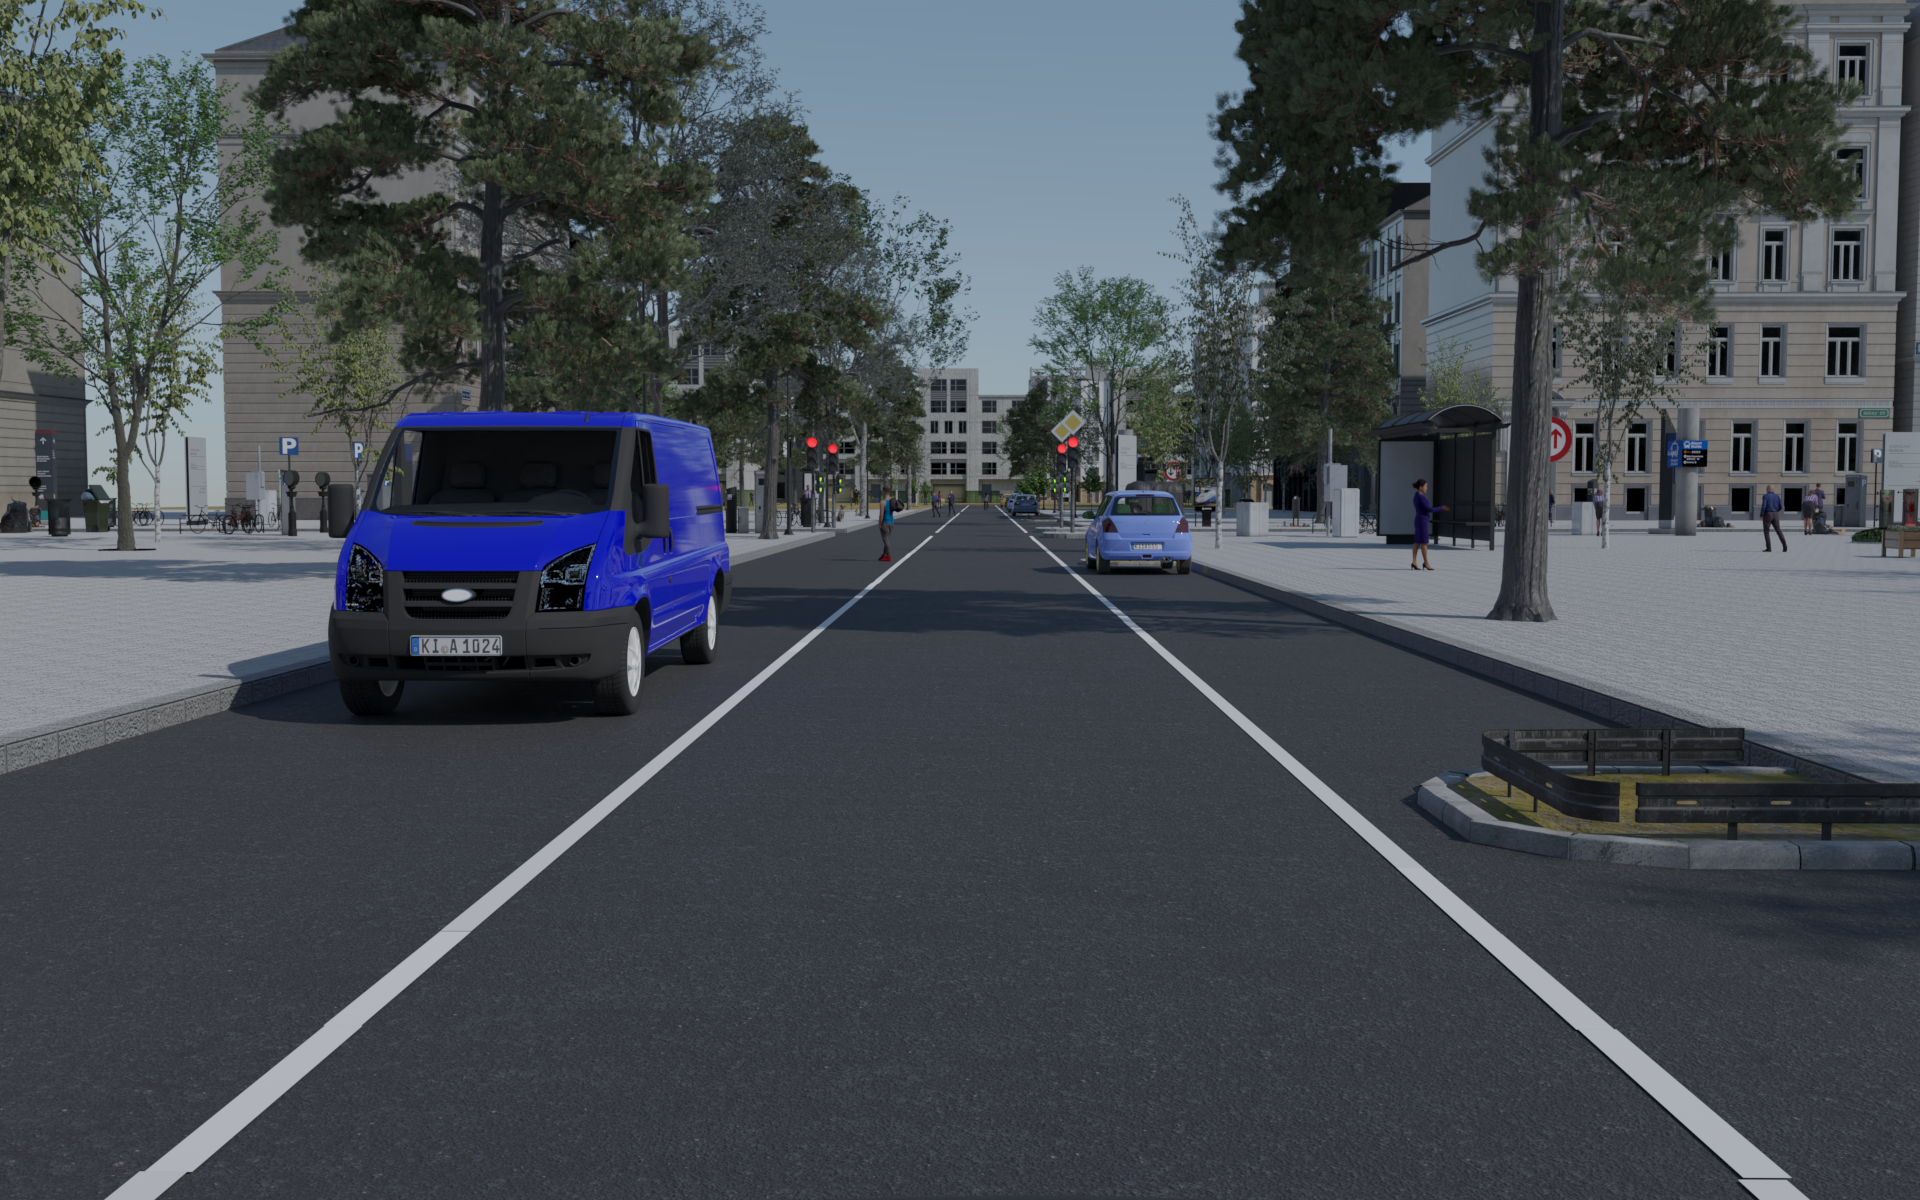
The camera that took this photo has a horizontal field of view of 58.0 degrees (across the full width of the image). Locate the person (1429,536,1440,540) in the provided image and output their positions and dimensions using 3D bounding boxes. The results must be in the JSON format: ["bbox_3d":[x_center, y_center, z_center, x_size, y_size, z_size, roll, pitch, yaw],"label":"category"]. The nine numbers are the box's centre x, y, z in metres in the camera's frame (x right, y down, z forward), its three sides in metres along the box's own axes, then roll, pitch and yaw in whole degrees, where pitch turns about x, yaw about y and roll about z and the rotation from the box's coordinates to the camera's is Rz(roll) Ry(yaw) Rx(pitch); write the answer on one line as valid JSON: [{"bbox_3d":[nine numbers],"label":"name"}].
[{"bbox_3d":[13.385,-2.577,48.622,0.568,1.767,0.683,-1,4,-22],"label":"person"}]

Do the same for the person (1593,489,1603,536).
[{"bbox_3d":[19.461,-2.652,52.640,0.421,1.427,0.697,1,4,12],"label":"person"}]

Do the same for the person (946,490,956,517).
[{"bbox_3d":[-0.563,-6.132,109.678,0.530,1.710,0.541,-3,5,-43],"label":"person"}]

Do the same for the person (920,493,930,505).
[{"bbox_3d":[-4.056,-12.148,204.671,1.348,1.822,0.705,0,4,-1],"label":"person"}]

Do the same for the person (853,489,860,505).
[{"bbox_3d":[-11.788,-11.707,197.083,1.348,1.869,0.705,0,4,-5],"label":"person"}]

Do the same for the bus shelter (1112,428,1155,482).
[{"bbox_3d":[10.165,-7.612,102.088,2.179,5.291,8.768,0,4,1],"label":"bus shelter"}]

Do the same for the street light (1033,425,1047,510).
[{"bbox_3d":[5.843,-8.820,116.741,1.470,5.913,1.316,0,4,1],"label":"street light"}]

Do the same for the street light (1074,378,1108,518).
[{"bbox_3d":[5.354,-5.916,69.269,1.470,5.913,1.316,0,4,1],"label":"street light"}]

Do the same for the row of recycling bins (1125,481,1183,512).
[{"bbox_3d":[6.230,-2.935,55.108,1.069,1.692,3.534,2,4,28],"label":"row of recycling bins"}]

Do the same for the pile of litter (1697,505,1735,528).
[{"bbox_3d":[28.912,-3.220,66.615,1.176,0.858,1.719,-2,4,-29],"label":"pile of litter"}]

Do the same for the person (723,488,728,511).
[{"bbox_3d":[-18.104,-7.778,134.015,0.445,1.727,0.742,0,4,-7],"label":"person"}]

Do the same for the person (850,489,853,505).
[{"bbox_3d":[-11.321,-10.710,181.157,0.705,1.823,1.348,0,4,-3],"label":"person"}]

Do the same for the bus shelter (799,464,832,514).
[{"bbox_3d":[-9.474,-7.429,115.380,2.014,3.302,5.546,0,4,1],"label":"bus shelter"}]

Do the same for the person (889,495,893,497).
[{"bbox_3d":[-7.834,-11.118,188.544,1.217,1.735,0.721,0,4,2],"label":"person"}]

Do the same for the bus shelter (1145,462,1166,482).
[{"bbox_3d":[12.206,-7.114,110.244,2.014,3.302,5.546,0,4,1],"label":"bus shelter"}]

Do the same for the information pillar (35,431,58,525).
[{"bbox_3d":[-37.584,-5.009,71.268,0.750,3.857,0.750,-1,4,-14],"label":"information pillar"}]

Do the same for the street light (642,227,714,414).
[{"bbox_3d":[-4.982,-3.534,30.320,1.470,5.913,1.316,0,4,1],"label":"street light"}]

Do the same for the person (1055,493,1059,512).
[{"bbox_3d":[7.078,-7.382,126.612,0.599,1.838,0.709,-1,4,-8],"label":"person"}]

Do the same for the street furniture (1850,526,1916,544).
[{"bbox_3d":[25.933,-1.553,41.019,5.734,0.657,10.072,0,4,3],"label":"street furniture"}]

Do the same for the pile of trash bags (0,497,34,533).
[{"bbox_3d":[-31.539,-2.865,56.589,1.912,1.369,3.447,-1,4,-18],"label":"pile of trash bags"}]

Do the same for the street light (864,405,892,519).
[{"bbox_3d":[-4.281,-7.192,90.134,1.470,5.913,1.316,0,4,1],"label":"street light"}]

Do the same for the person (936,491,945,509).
[{"bbox_3d":[-1.969,-9.536,165.092,1.217,1.739,0.721,0,4,-1],"label":"person"}]

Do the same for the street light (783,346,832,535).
[{"bbox_3d":[-4.832,-4.988,54.092,1.470,5.913,1.316,0,4,1],"label":"street light"}]

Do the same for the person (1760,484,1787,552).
[{"bbox_3d":[18.043,-1.817,38.442,0.574,1.496,0.600,1,4,18],"label":"person"}]

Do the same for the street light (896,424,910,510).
[{"bbox_3d":[-4.014,-8.668,114.267,1.470,5.913,1.316,0,4,1],"label":"street light"}]

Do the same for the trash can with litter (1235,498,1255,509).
[{"bbox_3d":[9.228,-2.710,55.691,0.624,1.170,1.055,1,4,20],"label":"trash can with litter"}]

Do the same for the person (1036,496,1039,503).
[{"bbox_3d":[8.525,-11.403,193.291,0.742,1.727,0.445,1,4,15],"label":"person"}]

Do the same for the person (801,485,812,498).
[{"bbox_3d":[-7.255,-4.646,82.828,0.655,1.722,0.431,-1,4,-15],"label":"person"}]

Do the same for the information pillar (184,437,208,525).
[{"bbox_3d":[-31.512,-4.901,71.454,0.184,3.620,1.656,0,4,0],"label":"information pillar"}]

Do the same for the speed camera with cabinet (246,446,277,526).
[{"bbox_3d":[-28.824,-4.715,71.430,0.660,3.252,2.038,0,4,-3],"label":"speed camera with cabinet"}]

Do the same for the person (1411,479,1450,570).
[{"bbox_3d":[7.858,-1.265,29.089,0.546,1.535,0.453,-1,4,-19],"label":"person"}]

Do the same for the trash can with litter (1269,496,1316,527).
[{"bbox_3d":[13.177,-3.467,67.747,1.678,1.210,2.233,-1,4,-9],"label":"trash can with litter"}]

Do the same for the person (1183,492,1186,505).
[{"bbox_3d":[26.627,-12.328,207.540,1.348,1.831,0.705,-1,4,-22],"label":"person"}]

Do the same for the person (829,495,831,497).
[{"bbox_3d":[-15.491,-11.805,199.023,1.348,1.831,0.705,-1,4,-21],"label":"person"}]

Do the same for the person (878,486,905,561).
[{"bbox_3d":[-1.538,-1.629,37.007,0.662,1.594,0.647,2,4,30],"label":"person"}]

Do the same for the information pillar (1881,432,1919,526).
[{"bbox_3d":[35.853,-4.561,65.885,1.656,3.620,0.184,0,4,-7],"label":"information pillar"}]

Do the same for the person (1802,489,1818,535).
[{"bbox_3d":[26.402,-2.725,53.829,0.421,1.427,0.697,3,5,40],"label":"person"}]

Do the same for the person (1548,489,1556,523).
[{"bbox_3d":[26.415,-4.228,77.709,0.613,1.512,0.480,-2,4,-35],"label":"person"}]

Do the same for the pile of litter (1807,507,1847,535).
[{"bbox_3d":[27.783,-2.540,55.494,1.176,0.858,1.719,2,4,27],"label":"pile of litter"}]

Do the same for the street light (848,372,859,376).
[{"bbox_3d":[-4.547,-5.732,66.255,1.470,5.913,1.316,0,4,1],"label":"street light"}]

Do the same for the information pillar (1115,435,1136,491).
[{"bbox_3d":[6.628,-4.772,69.337,0.184,3.620,1.656,2,4,31],"label":"information pillar"}]

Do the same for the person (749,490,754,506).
[{"bbox_3d":[-22.203,-10.877,184.798,0.530,1.710,0.541,-3,4,-36],"label":"person"}]

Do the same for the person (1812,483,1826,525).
[{"bbox_3d":[33.162,-3.670,66.960,0.530,1.710,0.541,-3,5,-41],"label":"person"}]

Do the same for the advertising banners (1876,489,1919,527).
[{"bbox_3d":[28.999,-3.466,52.864,2.074,3.025,0.090,0,4,-4],"label":"advertising banners"}]

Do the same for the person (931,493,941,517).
[{"bbox_3d":[-1.551,-5.872,107.205,0.574,1.496,0.600,-1,4,-19],"label":"person"}]

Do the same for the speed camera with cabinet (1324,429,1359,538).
[{"bbox_3d":[11.424,-3.517,51.838,0.660,3.252,2.038,0,4,-2],"label":"speed camera with cabinet"}]

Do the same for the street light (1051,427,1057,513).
[{"bbox_3d":[5.652,-7.370,93.042,1.470,5.913,1.316,0,4,1],"label":"street light"}]

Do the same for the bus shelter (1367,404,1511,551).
[{"bbox_3d":[11.377,-2.916,41.603,2.014,3.302,5.546,0,4,1],"label":"bus shelter"}]

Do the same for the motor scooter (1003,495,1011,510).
[{"bbox_3d":[4.190,-8.551,152.580,0.815,1.314,1.986,0,4,2],"label":"motor scooter"}]

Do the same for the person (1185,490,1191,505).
[{"bbox_3d":[25.545,-11.485,194.268,0.683,1.767,0.568,1,4,14],"label":"person"}]

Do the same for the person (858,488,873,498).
[{"bbox_3d":[-7.733,-8.323,142.259,1.348,1.807,0.705,1,4,15],"label":"person"}]

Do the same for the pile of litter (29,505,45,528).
[{"bbox_3d":[-35.729,-3.208,66.419,1.176,0.858,1.719,-1,4,-23],"label":"pile of litter"}]
